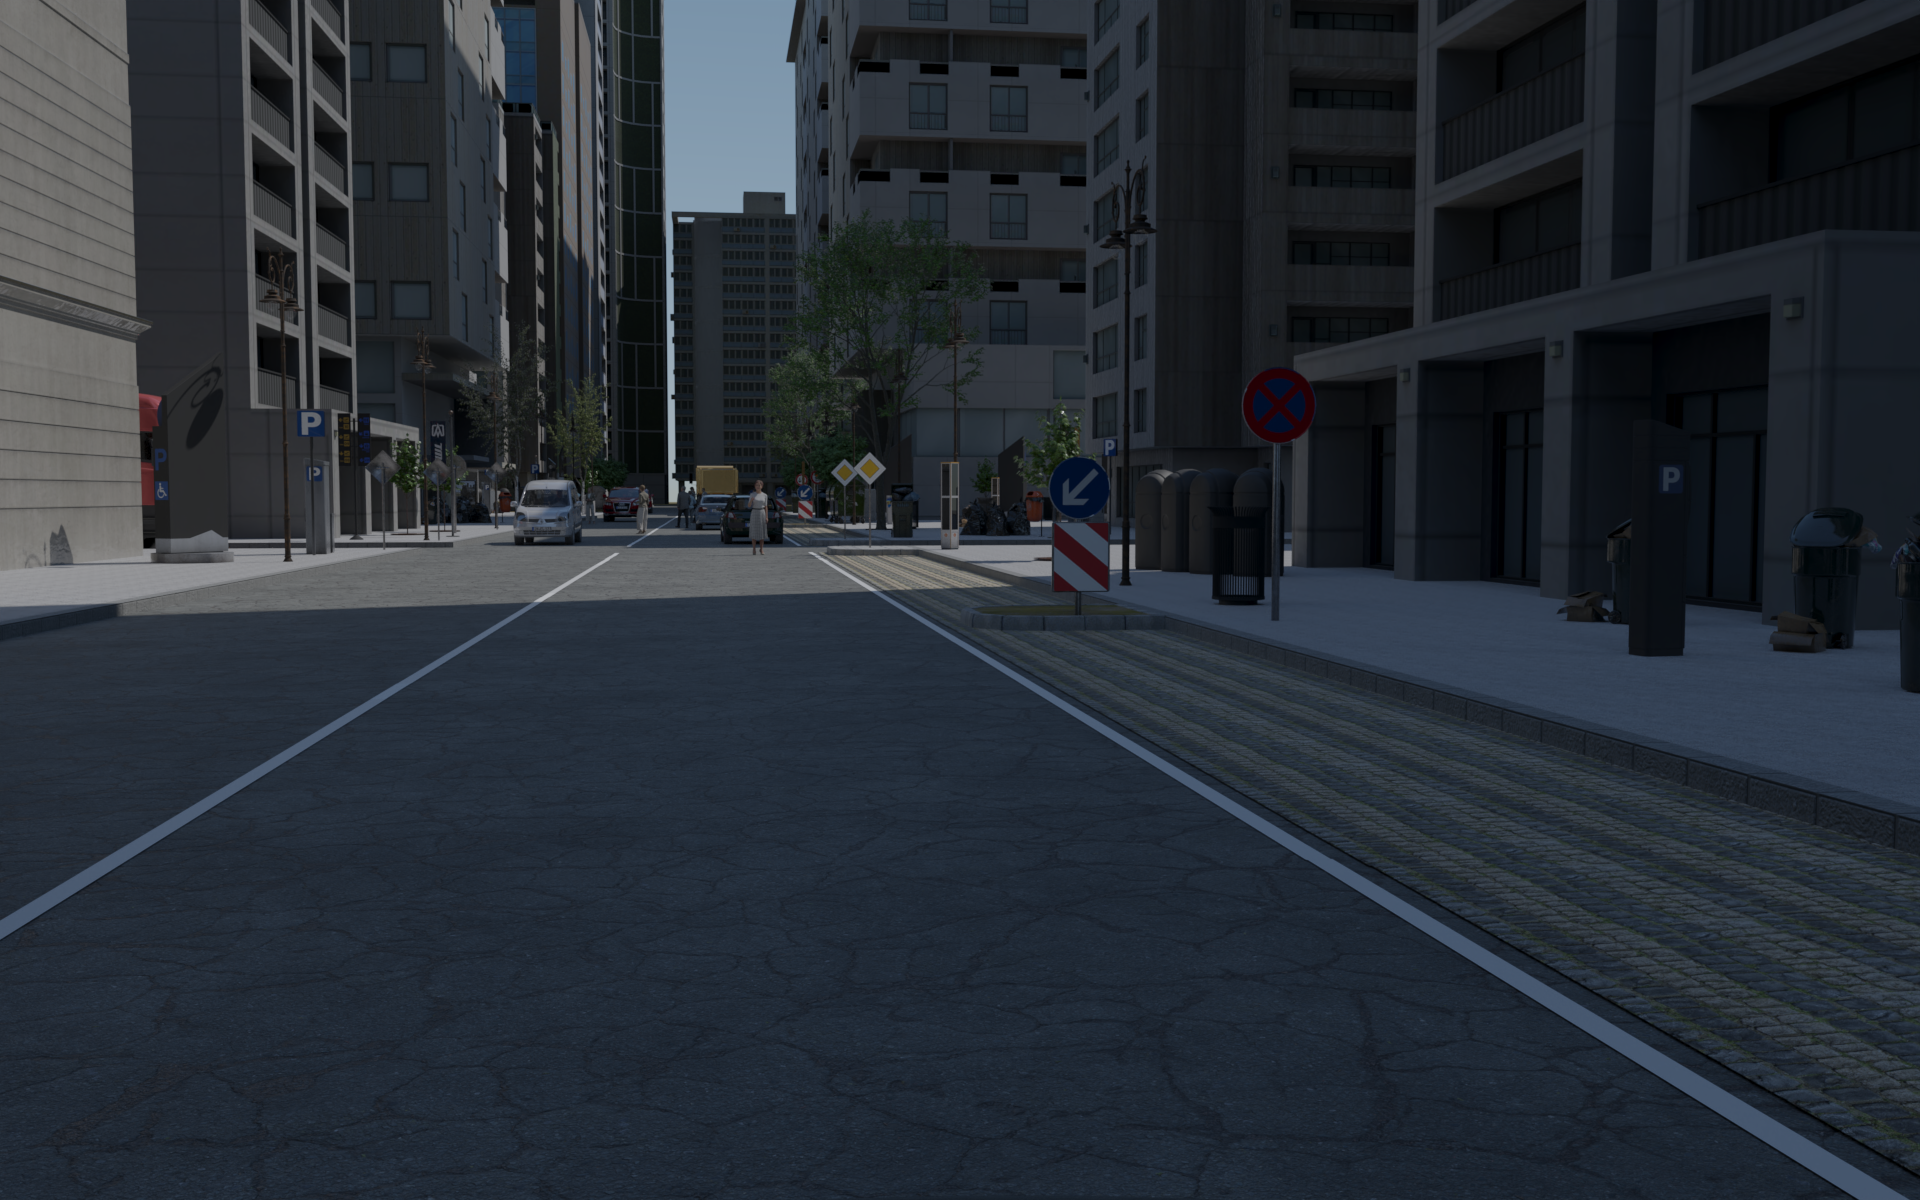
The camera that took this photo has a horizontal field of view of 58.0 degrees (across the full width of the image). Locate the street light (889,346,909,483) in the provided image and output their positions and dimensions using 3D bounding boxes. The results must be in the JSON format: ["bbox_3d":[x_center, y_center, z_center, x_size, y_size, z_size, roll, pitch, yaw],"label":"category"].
[{"bbox_3d":[-1.903,-4.980,54.204,0.468,5.910,1.993,0,4,-8],"label":"street light"}]

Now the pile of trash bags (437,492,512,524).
[{"bbox_3d":[-21.428,-4.097,76.742,3.447,1.369,1.912,-3,5,-44],"label":"pile of trash bags"}]

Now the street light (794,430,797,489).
[{"bbox_3d":[-11.685,-9.185,122.961,0.468,5.910,1.993,0,4,-8],"label":"street light"}]

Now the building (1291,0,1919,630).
[{"bbox_3d":[17.456,-35.578,19.959,20.563,71.187,20.611,0,4,-8],"label":"building"}]

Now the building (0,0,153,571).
[{"bbox_3d":[-37.086,-15.160,24.284,44.131,29.872,17.030,0,4,-8],"label":"building"}]

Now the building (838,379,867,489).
[{"bbox_3d":[-2.762,-22.282,136.012,14.160,30.474,14.107,0,4,-8],"label":"building"}]

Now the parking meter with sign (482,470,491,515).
[{"bbox_3d":[-29.749,-6.885,108.834,0.543,3.016,1.738,-2,4,-26],"label":"parking meter with sign"}]

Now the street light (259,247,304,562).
[{"bbox_3d":[-12.734,-3.661,32.641,0.468,5.910,1.993,0,4,-8],"label":"street light"}]

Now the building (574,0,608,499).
[{"bbox_3d":[-51.648,-39.078,180.925,28.212,58.520,21.231,0,4,-8],"label":"building"}]

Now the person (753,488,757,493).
[{"bbox_3d":[-9.641,-4.452,82.122,0.563,1.720,0.643,2,4,32],"label":"person"}]

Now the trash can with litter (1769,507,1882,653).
[{"bbox_3d":[7.116,-0.177,14.282,0.624,1.170,1.055,3,5,43],"label":"trash can with litter"}]

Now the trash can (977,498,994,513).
[{"bbox_3d":[1.056,-3.669,71.646,0.748,1.137,0.748,0,3,0],"label":"trash can"}]

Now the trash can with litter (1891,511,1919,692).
[{"bbox_3d":[6.586,0.016,11.132,1.055,1.170,0.624,2,4,25],"label":"trash can with litter"}]

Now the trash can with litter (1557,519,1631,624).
[{"bbox_3d":[6.485,-0.357,17.217,1.055,1.170,0.624,3,5,41],"label":"trash can with litter"}]

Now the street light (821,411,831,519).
[{"bbox_3d":[-6.829,-7.081,88.562,0.468,5.910,1.993,0,4,-8],"label":"street light"}]

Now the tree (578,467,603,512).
[{"bbox_3d":[-26.590,-7.915,124.004,1.663,3.219,1.824,0,3,0],"label":"tree"}]

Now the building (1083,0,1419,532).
[{"bbox_3d":[12.758,-17.795,62.655,14.107,30.474,14.160,0,4,-8],"label":"building"}]

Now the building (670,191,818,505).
[{"bbox_3d":[-25.381,-32.628,225.353,23.993,40.220,32.217,0,4,-8],"label":"building"}]

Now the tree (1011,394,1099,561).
[{"bbox_3d":[2.036,-2.377,33.468,1.663,3.219,1.824,0,3,0],"label":"tree"}]

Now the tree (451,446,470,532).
[{"bbox_3d":[-17.437,-3.934,58.918,1.663,3.219,1.824,0,3,0],"label":"tree"}]

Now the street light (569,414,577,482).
[{"bbox_3d":[-21.964,-7.683,98.406,0.468,5.910,1.993,0,4,-8],"label":"street light"}]

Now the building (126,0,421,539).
[{"bbox_3d":[-29.581,-37.815,56.520,20.563,71.187,20.611,0,4,-8],"label":"building"}]

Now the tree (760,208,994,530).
[{"bbox_3d":[-2.734,-8.327,61.902,9.928,11.665,9.643,0,3,0],"label":"tree"}]

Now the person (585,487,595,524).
[{"bbox_3d":[-17.805,-4.541,83.287,0.519,1.759,0.362,1,4,8],"label":"person"}]

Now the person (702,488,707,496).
[{"bbox_3d":[-15.680,-5.968,106.192,0.853,1.813,0.709,-3,4,-39],"label":"person"}]

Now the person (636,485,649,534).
[{"bbox_3d":[-11.487,-3.272,62.549,0.362,1.759,0.519,2,4,31],"label":"person"}]

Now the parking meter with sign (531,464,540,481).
[{"bbox_3d":[-24.562,-6.466,101.975,0.543,3.016,1.738,1,4,17],"label":"parking meter with sign"}]

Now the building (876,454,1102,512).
[{"bbox_3d":[0.251,-34.721,156.929,28.713,52.752,27.495,0,4,-8],"label":"building"}]

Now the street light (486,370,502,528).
[{"bbox_3d":[-17.320,-5.612,64.548,0.468,5.910,1.993,0,4,-8],"label":"street light"}]

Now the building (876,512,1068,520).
[{"bbox_3d":[6.732,-31.171,98.886,28.713,52.752,27.495,0,4,-8],"label":"building"}]

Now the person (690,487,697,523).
[{"bbox_3d":[-13.162,-4.705,85.613,0.473,1.802,0.592,2,4,24],"label":"person"}]

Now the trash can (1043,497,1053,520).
[{"bbox_3d":[4.362,-4.459,84.565,0.748,1.137,0.748,0,3,0],"label":"trash can"}]

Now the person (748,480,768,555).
[{"bbox_3d":[-4.733,-1.933,40.680,0.480,1.755,0.524,-1,4,-22],"label":"person"}]

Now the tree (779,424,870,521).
[{"bbox_3d":[-5.635,-5.993,81.695,4.285,4.588,4.351,0,3,0],"label":"tree"}]

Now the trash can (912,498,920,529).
[{"bbox_3d":[-1.816,-3.161,63.338,0.748,1.137,0.748,0,3,0],"label":"trash can"}]

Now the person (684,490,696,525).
[{"bbox_3d":[-12.562,-4.298,80.584,0.589,1.601,0.330,-3,4,-36],"label":"person"}]

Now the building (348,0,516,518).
[{"bbox_3d":[-38.784,-30.647,90.318,28.713,52.752,27.495,0,4,-8],"label":"building"}]

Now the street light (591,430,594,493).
[{"bbox_3d":[-24.475,-8.711,115.205,0.468,5.910,1.993,0,4,-8],"label":"street light"}]

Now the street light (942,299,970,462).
[{"bbox_3d":[-0.109,-4.184,41.203,0.468,5.910,1.993,0,4,-8],"label":"street light"}]

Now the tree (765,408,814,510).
[{"bbox_3d":[-13.535,-11.546,139.138,4.737,8.622,4.395,0,3,0],"label":"tree"}]

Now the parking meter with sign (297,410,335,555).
[{"bbox_3d":[-13.718,-2.493,37.016,0.543,3.016,1.738,-1,4,-12],"label":"parking meter with sign"}]

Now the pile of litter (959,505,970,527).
[{"bbox_3d":[0.102,-3.257,67.222,1.176,0.858,1.719,-1,4,-16],"label":"pile of litter"}]

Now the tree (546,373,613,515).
[{"bbox_3d":[-23.155,-9.511,105.874,4.737,8.622,4.395,0,3,0],"label":"tree"}]

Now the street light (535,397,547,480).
[{"bbox_3d":[-19.586,-6.627,81.144,0.468,5.910,1.993,0,4,-8],"label":"street light"}]

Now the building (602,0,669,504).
[{"bbox_3d":[-47.317,-47.580,216.188,20.611,71.187,20.563,0,4,-8],"label":"building"}]

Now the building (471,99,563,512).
[{"bbox_3d":[-37.153,-21.757,127.430,14.160,30.474,14.107,0,4,-8],"label":"building"}]

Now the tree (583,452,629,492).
[{"bbox_3d":[-29.240,-9.846,144.698,4.285,4.588,4.351,0,3,0],"label":"tree"}]

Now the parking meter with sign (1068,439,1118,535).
[{"bbox_3d":[4.127,-3.544,54.201,1.738,3.016,0.543,-3,5,-41],"label":"parking meter with sign"}]

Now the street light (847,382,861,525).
[{"bbox_3d":[-4.392,-6.049,71.685,0.468,5.910,1.993,0,4,-8],"label":"street light"}]

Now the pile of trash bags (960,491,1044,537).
[{"bbox_3d":[1.501,-2.659,53.225,1.912,1.369,3.447,-2,4,-33],"label":"pile of trash bags"}]

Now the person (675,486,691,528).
[{"bbox_3d":[-11.725,-3.934,73.218,0.661,1.777,0.834,-3,4,-38],"label":"person"}]

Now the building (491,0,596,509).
[{"bbox_3d":[-40.469,-30.916,155.583,14.600,45.320,14.200,0,4,-8],"label":"building"}]

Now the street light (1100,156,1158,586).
[{"bbox_3d":[2.324,-3.140,24.122,0.468,5.910,1.993,0,4,-8],"label":"street light"}]

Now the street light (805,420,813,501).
[{"bbox_3d":[-9.197,-8.130,105.705,0.468,5.910,1.993,0,4,-8],"label":"street light"}]

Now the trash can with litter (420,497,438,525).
[{"bbox_3d":[-22.422,-3.748,72.674,1.055,1.170,0.624,1,4,11],"label":"trash can with litter"}]

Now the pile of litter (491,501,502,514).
[{"bbox_3d":[-30.939,-6.166,114.775,1.176,0.858,1.719,3,5,43],"label":"pile of litter"}]

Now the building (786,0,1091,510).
[{"bbox_3d":[-3.399,-36.396,184.306,28.713,52.752,27.495,0,4,-8],"label":"building"}]

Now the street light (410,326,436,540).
[{"bbox_3d":[-14.775,-4.587,47.793,0.468,5.910,1.993,0,4,-8],"label":"street light"}]

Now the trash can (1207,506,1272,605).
[{"bbox_3d":[3.239,-0.519,20.132,0.748,1.137,0.748,0,3,0],"label":"trash can"}]
